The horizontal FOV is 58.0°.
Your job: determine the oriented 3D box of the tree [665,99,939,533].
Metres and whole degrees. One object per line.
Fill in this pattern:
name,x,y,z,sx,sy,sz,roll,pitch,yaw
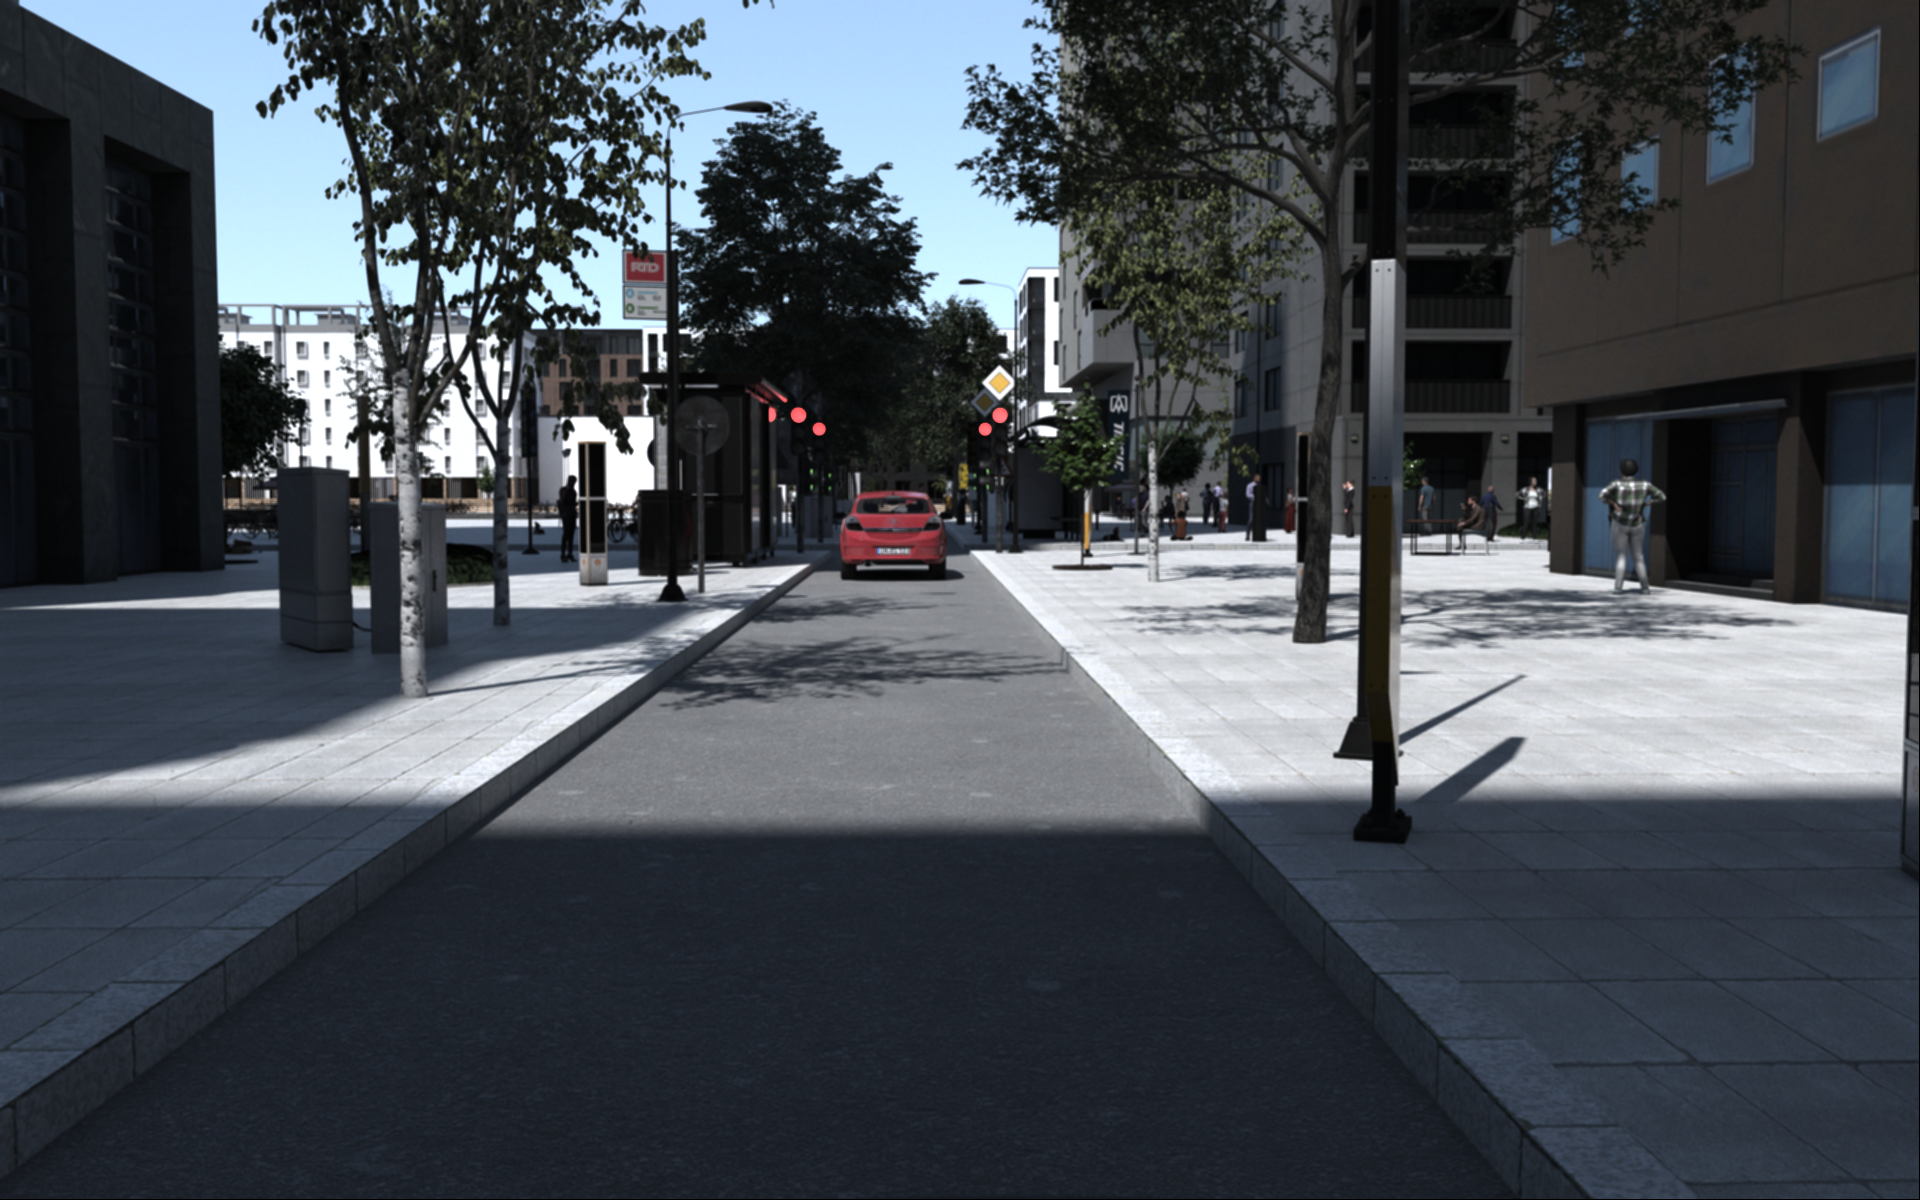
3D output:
tree,-5.105,-9.167,56.543,9.857,13.997,8.962,0,3,0

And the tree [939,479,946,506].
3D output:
tree,-1.467,-12.062,191.820,1.663,3.219,1.824,0,3,0

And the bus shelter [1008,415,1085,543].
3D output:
bus shelter,2.413,-3.272,47.429,2.014,3.302,5.546,0,4,-1

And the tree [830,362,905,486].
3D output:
tree,-7.128,-11.723,117.419,9.928,11.665,9.643,0,3,0

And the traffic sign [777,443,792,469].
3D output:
traffic sign,-4.024,-2.256,36.882,0.884,2.594,0.081,0,4,1

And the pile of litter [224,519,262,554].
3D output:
pile of litter,-15.726,-1.424,37.245,1.176,0.858,1.719,2,4,31

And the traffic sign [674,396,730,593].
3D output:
traffic sign,-3.366,-1.368,22.473,0.768,2.556,0.104,0,4,8

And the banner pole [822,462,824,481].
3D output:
banner pole,-7.573,-6.387,94.449,0.401,3.779,0.863,2,4,25

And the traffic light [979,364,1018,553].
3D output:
traffic light,0.839,-2.985,37.719,0.839,4.253,0.868,0,4,-1

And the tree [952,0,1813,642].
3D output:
tree,3.360,-4.904,14.600,7.601,10.594,8.767,1,4,9

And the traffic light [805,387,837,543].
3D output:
traffic light,-3.665,-3.465,45.576,0.839,4.253,0.868,0,4,-1

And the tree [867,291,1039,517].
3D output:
tree,-0.244,-11.074,98.075,9.611,12.733,9.660,0,3,0

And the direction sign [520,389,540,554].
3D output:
direction sign,-9.198,-2.752,36.994,0.379,3.537,0.876,-2,4,-34

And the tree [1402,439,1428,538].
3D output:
tree,13.013,-3.460,51.178,1.663,3.219,1.824,0,3,0

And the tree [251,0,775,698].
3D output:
tree,-3.294,-3.679,10.509,4.360,8.622,3.978,0,3,0

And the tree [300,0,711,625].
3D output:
tree,-4.522,-4.076,17.000,4.737,8.622,4.395,0,3,0

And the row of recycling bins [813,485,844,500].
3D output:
row of recycling bins,-6.207,-4.607,82.440,1.069,1.692,3.534,1,4,9

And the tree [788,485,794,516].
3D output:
tree,-9.470,-6.521,101.216,1.663,3.219,1.824,0,3,0

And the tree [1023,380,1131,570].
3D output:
tree,2.173,-2.130,29.434,1.663,3.219,1.824,0,3,0

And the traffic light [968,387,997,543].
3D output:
traffic light,0.635,-3.473,45.702,0.839,4.253,0.868,0,4,-1

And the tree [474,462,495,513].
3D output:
tree,-28.035,-6.604,102.574,1.663,3.219,1.824,0,3,0

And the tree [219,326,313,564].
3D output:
tree,-13.759,-2.956,32.044,4.285,4.588,4.351,0,3,0

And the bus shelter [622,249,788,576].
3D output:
bus shelter,-4.512,-3.277,31.209,2.179,5.291,8.768,0,4,-1

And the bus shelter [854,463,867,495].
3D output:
bus shelter,-6.960,-7.074,109.584,2.014,3.302,5.546,0,4,-1

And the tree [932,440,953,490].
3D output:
tree,-0.214,-9.739,109.593,4.737,8.622,4.395,0,3,0

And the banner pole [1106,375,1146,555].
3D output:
banner pole,3.505,-2.846,36.554,0.863,3.779,0.401,1,4,16

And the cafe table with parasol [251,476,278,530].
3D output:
cafe table with parasol,-24.174,-3.471,61.614,2.610,1.966,2.610,2,4,33

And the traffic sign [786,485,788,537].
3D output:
traffic sign,-5.126,-3.005,51.261,0.606,2.300,0.079,0,4,0

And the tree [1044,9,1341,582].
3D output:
tree,2.959,-4.558,24.884,4.737,8.622,4.395,0,3,0

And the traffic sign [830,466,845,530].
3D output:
traffic sign,-4.455,-3.681,62.321,0.606,2.300,0.079,0,4,7

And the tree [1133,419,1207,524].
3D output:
tree,9.126,-5.610,75.441,4.285,4.588,4.351,0,3,0

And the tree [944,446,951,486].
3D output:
tree,0.262,-10.712,125.496,4.360,8.622,3.978,0,3,0

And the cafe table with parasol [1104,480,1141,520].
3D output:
cafe table with parasol,9.313,-5.299,91.502,2.610,1.966,2.610,-1,4,-15

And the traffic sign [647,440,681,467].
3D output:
traffic sign,-6.374,-2.279,37.368,0.768,2.556,0.104,0,4,3

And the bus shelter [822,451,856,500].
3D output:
bus shelter,-7.272,-7.521,100.608,2.179,5.291,8.768,0,4,-1

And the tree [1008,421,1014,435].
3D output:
tree,-0.216,-14.535,148.017,12.009,13.543,11.850,0,3,0

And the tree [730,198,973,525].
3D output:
tree,-5.491,-9.940,72.888,12.009,13.543,11.850,0,3,0

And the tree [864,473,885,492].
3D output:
tree,-7.156,-9.057,142.682,1.663,3.219,1.824,0,3,0

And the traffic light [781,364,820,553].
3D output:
traffic light,-3.460,-2.977,37.594,0.839,4.253,0.868,0,4,-1

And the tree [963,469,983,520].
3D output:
tree,1.188,-5.673,87.347,1.663,3.219,1.824,0,3,0

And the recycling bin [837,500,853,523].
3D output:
recycling bin,-5.161,-3.857,75.612,0.722,1.027,0.722,3,4,36

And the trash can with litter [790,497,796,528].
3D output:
trash can with litter,-5.900,-3.313,65.561,1.055,1.170,0.624,-1,4,-11

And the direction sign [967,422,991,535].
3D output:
direction sign,0.615,-3.853,54.990,0.876,3.537,0.379,2,4,32
